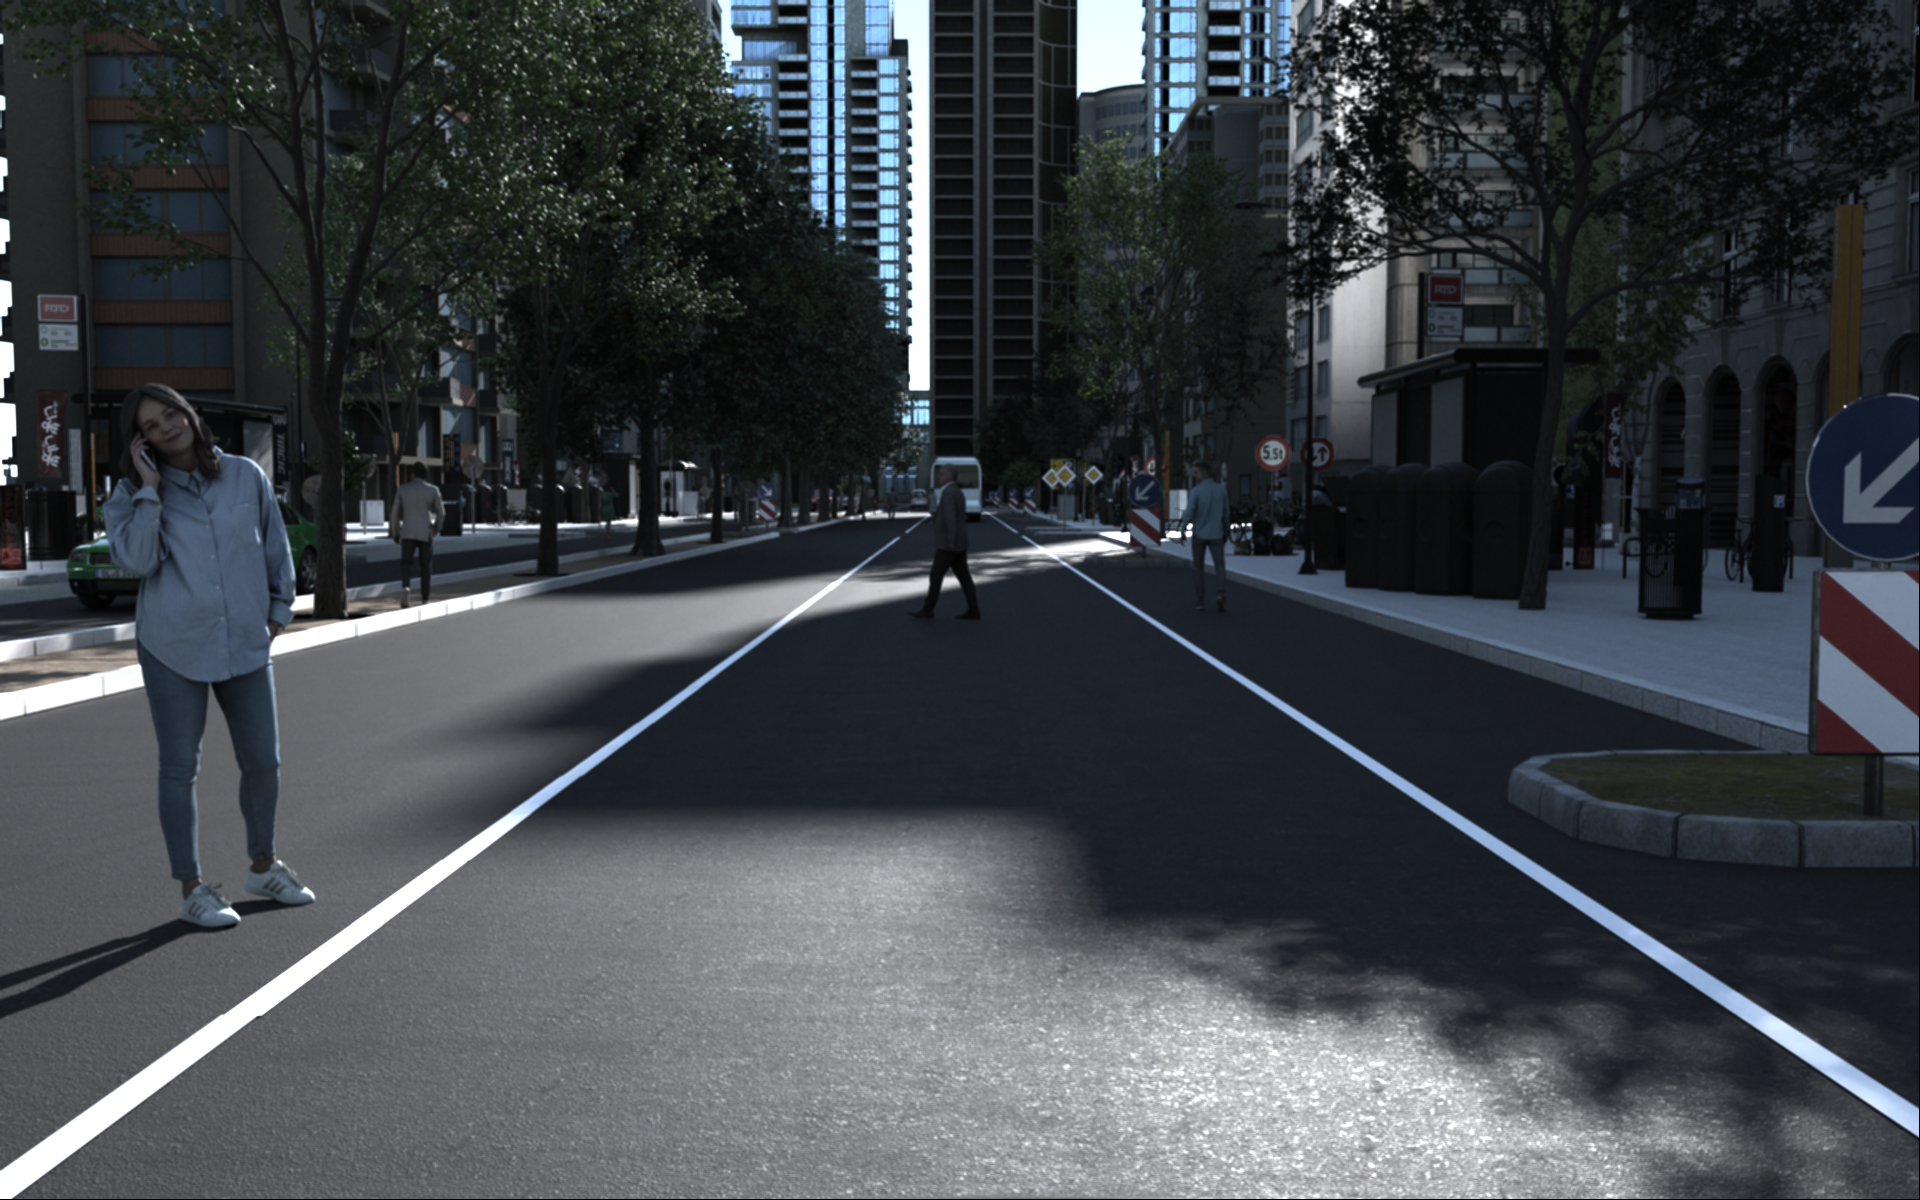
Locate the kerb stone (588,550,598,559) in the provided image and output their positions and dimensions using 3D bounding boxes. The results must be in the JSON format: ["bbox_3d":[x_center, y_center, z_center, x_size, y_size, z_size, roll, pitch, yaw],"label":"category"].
[{"bbox_3d":[-8.233,-0.983,38.324,0.120,0.150,1.000,0,3,0],"label":"kerb stone"}]

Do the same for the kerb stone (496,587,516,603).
[{"bbox_3d":[-6.118,-0.049,23.007,0.120,0.150,1.000,0,3,0],"label":"kerb stone"}]

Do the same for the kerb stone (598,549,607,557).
[{"bbox_3d":[-8.235,-1.049,39.346,0.120,0.150,1.000,0,3,0],"label":"kerb stone"}]

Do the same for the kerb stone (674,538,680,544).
[{"bbox_3d":[-8.242,-1.675,49.591,0.120,0.150,1.000,0,3,0],"label":"kerb stone"}]

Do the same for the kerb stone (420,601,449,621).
[{"bbox_3d":[-6.118,0.139,19.923,0.120,0.150,1.000,0,3,0],"label":"kerb stone"}]

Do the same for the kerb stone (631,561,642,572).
[{"bbox_3d":[-6.125,-0.613,32.223,0.120,0.150,1.000,0,3,0],"label":"kerb stone"}]

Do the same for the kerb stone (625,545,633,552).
[{"bbox_3d":[-8.235,-1.237,42.413,0.120,0.150,1.000,0,3,0],"label":"kerb stone"}]

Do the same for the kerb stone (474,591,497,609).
[{"bbox_3d":[-6.109,0.019,21.984,0.120,0.150,1.000,0,3,0],"label":"kerb stone"}]

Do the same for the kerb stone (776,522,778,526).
[{"bbox_3d":[-8.256,-3.341,76.818,0.120,0.150,1.000,0,3,0],"label":"kerb stone"}]

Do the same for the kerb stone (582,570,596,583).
[{"bbox_3d":[-6.119,-0.363,28.131,0.120,0.150,1.000,0,3,0],"label":"kerb stone"}]

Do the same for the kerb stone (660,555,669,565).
[{"bbox_3d":[-6.129,-0.798,35.289,0.120,0.150,1.000,0,3,0],"label":"kerb stone"}]

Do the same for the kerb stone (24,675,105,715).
[{"bbox_3d":[-6.110,0.651,11.722,0.120,0.150,1.000,0,3,0],"label":"kerb stone"}]

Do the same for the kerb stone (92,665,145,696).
[{"bbox_3d":[-6.111,0.578,12.743,0.120,0.150,1.000,0,3,0],"label":"kerb stone"}]

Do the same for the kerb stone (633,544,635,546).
[{"bbox_3d":[-8.230,-1.299,43.436,0.120,0.150,1.000,0,3,0],"label":"kerb stone"}]

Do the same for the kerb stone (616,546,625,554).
[{"bbox_3d":[-8.235,-1.170,41.391,0.120,0.150,1.000,0,3,0],"label":"kerb stone"}]

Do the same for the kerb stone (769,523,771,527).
[{"bbox_3d":[-8.263,-3.153,73.745,0.120,0.150,1.000,0,3,0],"label":"kerb stone"}]

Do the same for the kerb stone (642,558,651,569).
[{"bbox_3d":[-6.126,-0.665,33.246,0.120,0.150,1.000,0,3,0],"label":"kerb stone"}]

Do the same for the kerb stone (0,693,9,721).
[{"bbox_3d":[-6.106,0.704,10.684,0.120,0.150,1.000,0,3,0],"label":"kerb stone"}]

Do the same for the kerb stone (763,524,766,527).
[{"bbox_3d":[-8.262,-3.025,71.701,0.120,0.150,1.000,0,3,0],"label":"kerb stone"}]

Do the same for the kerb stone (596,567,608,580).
[{"bbox_3d":[-6.127,-0.422,29.153,0.120,0.150,1.000,0,3,0],"label":"kerb stone"}]

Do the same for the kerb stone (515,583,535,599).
[{"bbox_3d":[-6.116,-0.112,24.029,0.120,0.150,1.000,0,3,0],"label":"kerb stone"}]

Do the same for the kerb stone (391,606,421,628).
[{"bbox_3d":[-6.122,0.206,18.902,0.120,0.150,1.000,0,3,0],"label":"kerb stone"}]

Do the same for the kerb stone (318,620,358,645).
[{"bbox_3d":[-6.113,0.327,16.848,0.120,0.150,1.000,0,3,0],"label":"kerb stone"}]

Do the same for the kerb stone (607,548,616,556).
[{"bbox_3d":[-8.235,-1.112,40.369,0.120,0.150,1.000,0,3,0],"label":"kerb stone"}]

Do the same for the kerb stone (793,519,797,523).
[{"bbox_3d":[-8.272,-4.031,88.100,0.120,0.150,1.000,0,3,0],"label":"kerb stone"}]

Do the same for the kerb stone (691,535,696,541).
[{"bbox_3d":[-8.245,-1.864,52.674,0.120,0.150,1.000,0,3,0],"label":"kerb stone"}]

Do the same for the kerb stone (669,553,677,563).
[{"bbox_3d":[-6.133,-0.861,36.316,0.120,0.150,1.000,0,3,0],"label":"kerb stone"}]

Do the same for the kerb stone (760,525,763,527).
[{"bbox_3d":[-8.261,-2.965,70.670,0.120,0.150,1.000,0,3,0],"label":"kerb stone"}]

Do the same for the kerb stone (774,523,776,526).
[{"bbox_3d":[-8.266,-3.278,75.796,0.120,0.150,1.000,0,3,0],"label":"kerb stone"}]

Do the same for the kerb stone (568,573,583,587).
[{"bbox_3d":[-6.115,-0.300,27.097,0.120,0.150,1.000,0,3,0],"label":"kerb stone"}]

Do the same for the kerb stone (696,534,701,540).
[{"bbox_3d":[-8.244,-1.927,53.698,0.120,0.150,1.000,0,3,0],"label":"kerb stone"}]

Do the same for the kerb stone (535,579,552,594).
[{"bbox_3d":[-6.118,-0.173,25.054,0.120,0.150,1.000,0,3,0],"label":"kerb stone"}]

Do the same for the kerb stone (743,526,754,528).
[{"bbox_3d":[-8.253,-2.777,67.598,0.120,0.150,1.000,0,3,0],"label":"kerb stone"}]

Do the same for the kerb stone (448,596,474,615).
[{"bbox_3d":[-6.114,0.076,20.949,0.120,0.150,1.000,0,3,0],"label":"kerb stone"}]

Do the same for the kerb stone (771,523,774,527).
[{"bbox_3d":[-8.254,-3.215,74.774,0.120,0.150,1.000,0,3,0],"label":"kerb stone"}]

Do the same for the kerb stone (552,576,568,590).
[{"bbox_3d":[-6.120,-0.237,26.076,0.120,0.150,1.000,0,3,0],"label":"kerb stone"}]

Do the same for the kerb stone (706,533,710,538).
[{"bbox_3d":[-8.252,-2.053,55.763,0.120,0.150,1.000,0,3,0],"label":"kerb stone"}]

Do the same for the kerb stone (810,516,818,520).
[{"bbox_3d":[-8.279,-4.657,98.343,0.120,0.150,1.000,0,3,0],"label":"kerb stone"}]

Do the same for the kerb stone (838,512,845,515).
[{"bbox_3d":[-8.304,-6.036,120.883,0.120,0.150,1.000,0,3,0],"label":"kerb stone"}]

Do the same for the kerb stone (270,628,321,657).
[{"bbox_3d":[-6.110,0.396,15.821,0.120,0.150,1.000,0,3,0],"label":"kerb stone"}]

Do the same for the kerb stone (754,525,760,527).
[{"bbox_3d":[-8.251,-2.902,69.648,0.120,0.150,1.000,0,3,0],"label":"kerb stone"}]

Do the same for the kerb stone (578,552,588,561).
[{"bbox_3d":[-8.226,-0.924,37.302,0.120,0.150,1.000,0,3,0],"label":"kerb stone"}]

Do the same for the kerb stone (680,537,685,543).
[{"bbox_3d":[-8.246,-1.738,50.613,0.120,0.150,1.000,0,3,0],"label":"kerb stone"}]

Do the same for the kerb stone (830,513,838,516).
[{"bbox_3d":[-8.290,-5.598,113.715,0.120,0.150,1.000,0,3,0],"label":"kerb stone"}]

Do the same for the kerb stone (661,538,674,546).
[{"bbox_3d":[-8.240,-1.613,48.563,0.120,0.150,1.000,0,3,0],"label":"kerb stone"}]

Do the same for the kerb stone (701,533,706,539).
[{"bbox_3d":[-8.251,-1.986,54.728,0.120,0.150,1.000,0,3,0],"label":"kerb stone"}]

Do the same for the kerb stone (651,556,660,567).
[{"bbox_3d":[-6.133,-0.738,34.267,0.120,0.150,1.000,0,3,0],"label":"kerb stone"}]

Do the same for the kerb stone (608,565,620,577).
[{"bbox_3d":[-6.125,-0.486,30.179,0.120,0.150,1.000,0,3,0],"label":"kerb stone"}]

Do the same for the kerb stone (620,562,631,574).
[{"bbox_3d":[-6.122,-0.546,31.201,0.120,0.150,1.000,0,3,0],"label":"kerb stone"}]

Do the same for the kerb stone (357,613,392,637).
[{"bbox_3d":[-6.110,0.264,17.871,0.120,0.150,1.000,0,3,0],"label":"kerb stone"}]

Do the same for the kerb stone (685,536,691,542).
[{"bbox_3d":[-8.245,-1.796,51.639,0.120,0.150,1.000,0,3,0],"label":"kerb stone"}]
